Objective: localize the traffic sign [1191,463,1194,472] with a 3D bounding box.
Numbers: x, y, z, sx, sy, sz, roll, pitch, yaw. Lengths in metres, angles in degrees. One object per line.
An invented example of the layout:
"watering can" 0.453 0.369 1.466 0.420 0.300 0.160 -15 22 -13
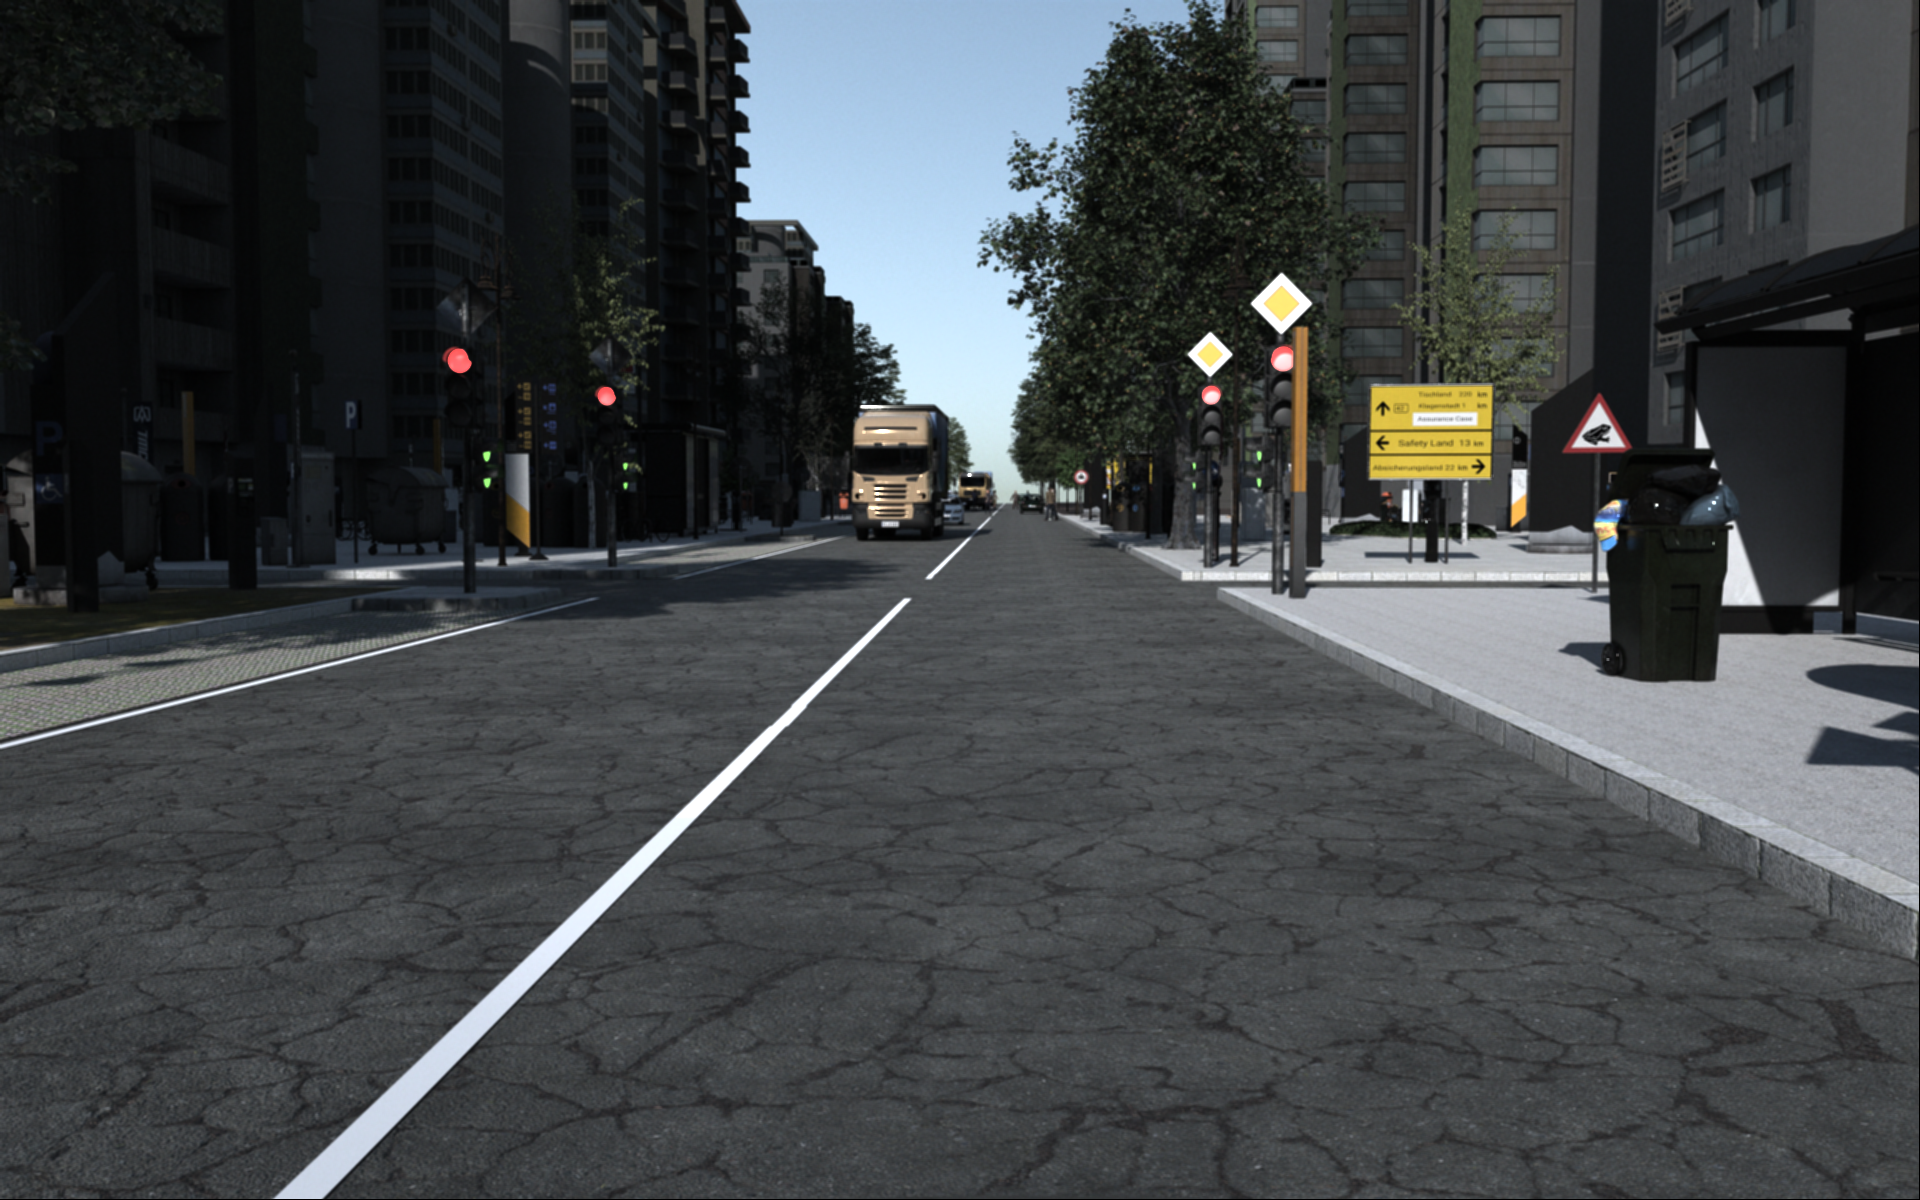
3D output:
"traffic sign" 8.112 -3.765 61.660 0.768 2.556 0.104 0 4 5

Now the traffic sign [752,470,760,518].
"traffic sign" -10.998 -5.613 91.876 0.768 2.556 0.104 0 4 7

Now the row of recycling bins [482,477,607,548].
"row of recycling bins" -10.101 -2.141 42.125 3.534 1.692 1.069 2 4 24

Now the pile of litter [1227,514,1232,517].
"pile of litter" 15.370 -4.955 94.980 1.176 0.858 1.719 -2 4 -33

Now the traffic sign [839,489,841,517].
"traffic sign" -6.749 -5.958 97.520 0.768 2.556 0.104 0 4 7

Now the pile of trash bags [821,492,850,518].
"pile of trash bags" -7.563 -5.041 92.179 3.447 1.369 1.912 0 4 2

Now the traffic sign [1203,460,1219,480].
"traffic sign" 9.358 -3.960 64.847 0.768 2.556 0.104 1 4 9

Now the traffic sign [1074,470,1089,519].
"traffic sign" 6.332 -5.523 90.409 0.768 2.556 0.104 1 4 10

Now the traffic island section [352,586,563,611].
"traffic island section" -6.393 -0.015 22.534 2.009 0.180 2.903 0 4 2

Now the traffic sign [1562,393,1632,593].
"traffic sign" 8.233 -1.370 22.397 0.884 2.594 0.081 0 4 8

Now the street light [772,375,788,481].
"street light" -6.974 -5.783 67.339 0.468 5.910 1.993 0 4 2

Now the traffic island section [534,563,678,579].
"traffic island section" -6.143 -0.504 30.515 2.009 0.180 2.903 0 4 2

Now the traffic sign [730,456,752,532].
"traffic sign" -7.352 -3.545 58.069 0.768 2.556 0.104 0 4 6

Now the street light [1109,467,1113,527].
"street light" 5.955 -5.812 67.821 0.468 5.910 1.993 0 4 2

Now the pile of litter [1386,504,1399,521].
"pile of litter" 18.382 -3.699 74.451 1.719 0.858 1.176 -3 4 -36

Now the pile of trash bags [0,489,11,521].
"pile of trash bags" -19.185 -1.455 33.550 3.447 1.369 1.912 2 4 27

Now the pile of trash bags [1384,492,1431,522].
"pile of trash bags" 18.192 -3.607 68.732 1.912 1.369 3.447 2 4 23

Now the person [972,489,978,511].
"person" 1.310 -8.242 143.127 0.599 1.838 0.709 2 4 31

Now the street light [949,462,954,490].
"street light" -1.379 -16.687 245.622 0.468 5.910 1.993 0 4 2

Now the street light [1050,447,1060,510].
"street light" 8.898 -11.584 162.183 0.468 5.910 1.993 0 4 2

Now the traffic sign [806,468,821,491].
"traffic sign" -7.432 -5.340 87.308 0.884 2.594 0.081 0 4 7

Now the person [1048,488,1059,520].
"person" 5.155 -5.275 95.340 0.643 1.750 0.593 0 4 -2

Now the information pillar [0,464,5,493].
"information pillar" -23.560 -2.314 42.330 0.304 2.012 0.304 2 4 24

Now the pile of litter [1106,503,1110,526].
"pile of litter" 6.551 -3.472 70.740 1.176 0.858 1.719 2 4 31

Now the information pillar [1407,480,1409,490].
"information pillar" 22.336 -4.973 85.798 0.304 2.012 0.304 -3 5 -43

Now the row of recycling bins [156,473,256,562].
"row of recycling bins" -15.313 -1.580 32.948 3.534 1.692 1.069 -2 4 -34

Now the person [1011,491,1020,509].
"person" 5.232 -9.430 163.235 0.990 1.755 0.434 1 4 18

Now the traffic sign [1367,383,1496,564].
"traffic sign" 8.652 -2.325 31.892 2.265 3.308 0.079 1 4 9

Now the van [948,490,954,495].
"van" -1.366 -10.337 176.020 2.013 2.044 4.112 0 4 1

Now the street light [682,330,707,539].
"street light" -7.499 -4.662 49.011 0.468 5.910 1.993 0 4 2

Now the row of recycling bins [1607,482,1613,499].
"row of recycling bins" 20.905 -2.919 54.835 1.069 1.692 3.534 0 3 0

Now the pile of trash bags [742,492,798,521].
"pile of trash bags" -9.189 -4.580 84.641 3.447 1.369 1.912 -3 4 -38

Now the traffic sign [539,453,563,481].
"traffic sign" -11.919 -3.076 50.397 0.768 2.556 0.104 0 4 4

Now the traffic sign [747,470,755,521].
"traffic sign" -9.966 -4.959 81.187 0.768 2.556 0.104 0 4 5

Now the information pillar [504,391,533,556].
"information pillar" -9.083 -2.706 35.600 0.504 3.616 0.183 0 4 -4

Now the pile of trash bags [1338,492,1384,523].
"pile of trash bags" 18.676 -4.207 78.534 1.912 1.369 3.447 3 5 40

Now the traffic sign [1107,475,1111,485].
"traffic sign" 8.604 -6.267 102.474 0.884 2.594 0.081 0 4 4

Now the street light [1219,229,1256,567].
"street light" 4.856 -3.529 30.493 0.468 5.910 1.993 0 4 2

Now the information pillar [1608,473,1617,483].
"information pillar" 22.359 -3.352 59.304 0.304 2.012 0.304 1 4 16

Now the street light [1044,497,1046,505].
"street light" 10.331 -14.402 208.264 0.468 5.910 1.993 0 4 2

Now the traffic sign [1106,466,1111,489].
"traffic sign" 9.069 -6.799 105.036 2.265 3.308 0.079 0 4 2

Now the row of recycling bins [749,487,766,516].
"row of recycling bins" -11.820 -5.753 101.172 1.069 1.692 3.534 0 4 -6

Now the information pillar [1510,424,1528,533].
"information pillar" 18.577 -4.050 57.567 0.504 3.616 0.183 1 4 16

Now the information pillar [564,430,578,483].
"information pillar" -14.172 -4.388 63.092 0.504 3.616 0.183 -1 4 -22

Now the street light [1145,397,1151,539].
"street light" 5.392 -4.692 49.494 0.468 5.910 1.993 0 4 2

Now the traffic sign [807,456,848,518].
"traffic sign" -7.191 -6.115 93.847 2.265 3.308 0.079 1 4 8

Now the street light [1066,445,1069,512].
"street light" 7.763 -9.309 124.982 0.468 5.910 1.993 0 4 2

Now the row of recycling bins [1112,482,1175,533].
"row of recycling bins" 6.405 -3.119 58.115 1.069 1.692 3.534 -2 4 -34

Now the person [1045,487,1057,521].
"person" 4.931 -5.222 93.785 0.836 1.842 0.656 2 4 31

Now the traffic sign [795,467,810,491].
"traffic sign" -7.480 -5.022 82.208 0.768 2.556 0.104 1 4 10

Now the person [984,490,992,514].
"person" 2.034 -7.087 124.907 0.617 1.759 0.750 0 4 -5

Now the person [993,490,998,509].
"person" 3.416 -9.790 168.571 0.705 1.824 1.348 -1 4 -19

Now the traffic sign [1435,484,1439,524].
"traffic sign" 9.236 -2.045 33.542 0.768 2.556 0.104 0 4 5

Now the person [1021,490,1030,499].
"person" 7.120 -10.614 182.117 1.350 1.814 0.705 -1 4 -9

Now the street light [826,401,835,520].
"street light" -6.366 -6.916 85.857 0.468 5.910 1.993 0 4 2

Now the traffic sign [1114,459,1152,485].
"traffic sign" 9.795 -6.383 98.241 2.265 3.308 0.079 0 4 3

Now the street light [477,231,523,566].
"street light" -8.155 -3.541 30.687 0.468 5.910 1.993 0 4 2

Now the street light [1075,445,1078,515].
"street light" 7.054 -8.075 104.817 0.468 5.910 1.993 0 4 2

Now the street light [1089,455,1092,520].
"street light" 6.526 -6.954 86.489 0.468 5.910 1.993 0 4 2

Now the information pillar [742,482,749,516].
"information pillar" -12.165 -5.729 98.155 0.304 2.012 0.304 3 4 37
